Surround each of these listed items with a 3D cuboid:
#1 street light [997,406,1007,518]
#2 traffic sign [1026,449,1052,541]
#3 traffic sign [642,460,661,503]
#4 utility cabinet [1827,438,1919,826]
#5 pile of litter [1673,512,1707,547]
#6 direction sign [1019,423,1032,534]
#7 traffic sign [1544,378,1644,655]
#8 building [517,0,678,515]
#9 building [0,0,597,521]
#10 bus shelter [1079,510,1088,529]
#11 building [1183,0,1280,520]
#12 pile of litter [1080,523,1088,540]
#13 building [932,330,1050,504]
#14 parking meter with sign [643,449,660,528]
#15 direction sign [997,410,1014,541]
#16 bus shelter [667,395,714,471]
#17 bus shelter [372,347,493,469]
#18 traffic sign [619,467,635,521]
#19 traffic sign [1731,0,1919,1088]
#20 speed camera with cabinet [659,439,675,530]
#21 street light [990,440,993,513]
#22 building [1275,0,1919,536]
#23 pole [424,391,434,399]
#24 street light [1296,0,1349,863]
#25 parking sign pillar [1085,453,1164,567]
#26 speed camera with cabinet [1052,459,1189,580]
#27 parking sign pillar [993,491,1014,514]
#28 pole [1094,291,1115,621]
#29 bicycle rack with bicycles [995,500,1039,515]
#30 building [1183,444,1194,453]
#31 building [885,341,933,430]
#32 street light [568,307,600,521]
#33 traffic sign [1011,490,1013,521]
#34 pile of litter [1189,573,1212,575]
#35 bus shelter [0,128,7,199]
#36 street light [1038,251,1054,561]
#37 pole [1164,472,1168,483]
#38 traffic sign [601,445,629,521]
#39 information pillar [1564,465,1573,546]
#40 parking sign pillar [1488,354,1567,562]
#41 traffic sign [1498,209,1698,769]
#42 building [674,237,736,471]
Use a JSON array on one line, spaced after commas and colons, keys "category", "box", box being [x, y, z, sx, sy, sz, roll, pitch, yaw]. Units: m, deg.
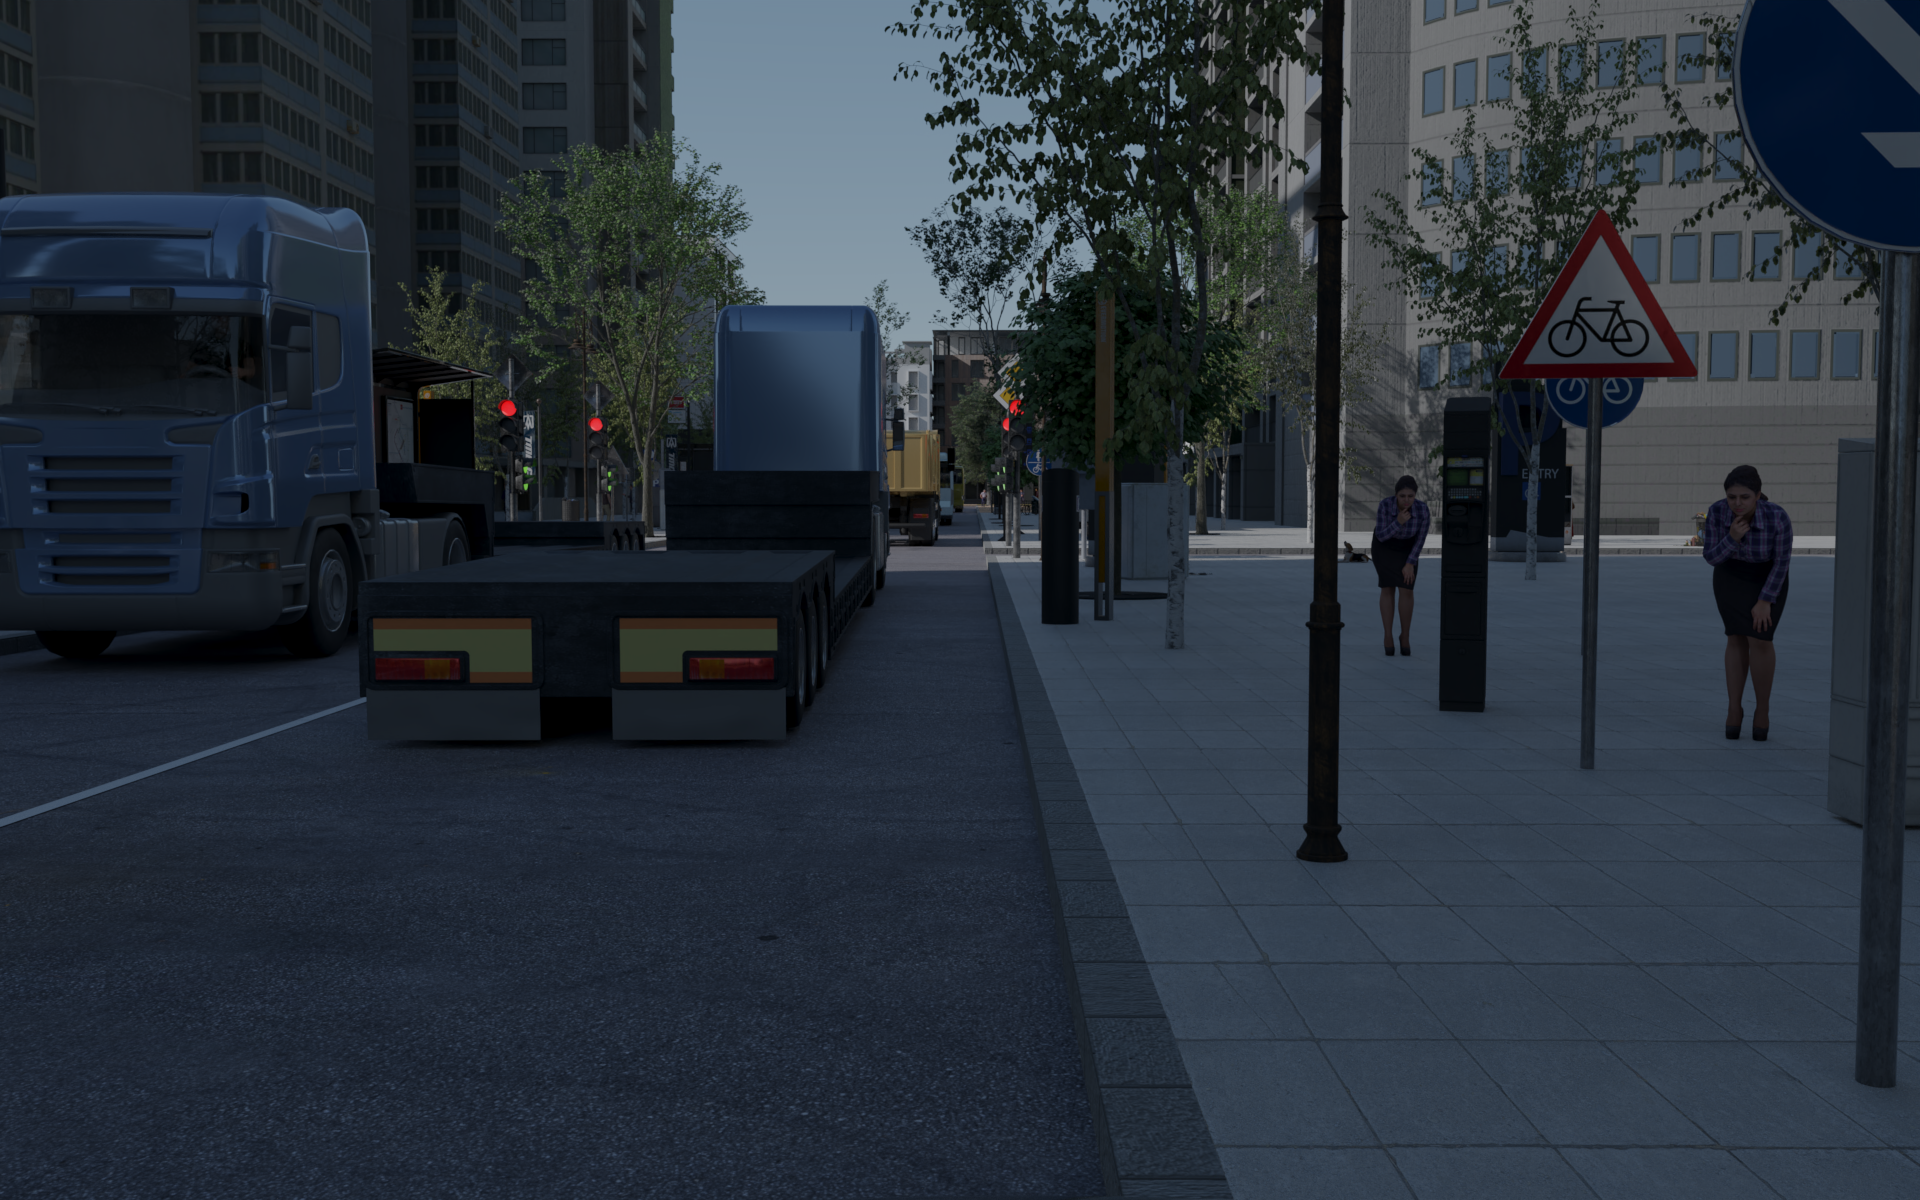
[{"category": "street light", "box": [2.059, -7.134, 89.424, 0.468, 5.910, 1.993, 0, 4, 0]}, {"category": "traffic sign", "box": [2.211, -2.917, 47.792, 0.768, 2.556, 0.104, 0, 4, 2]}, {"category": "traffic sign", "box": [-11.584, -3.977, 65.124, 0.768, 2.556, 0.104, 0, 4, 4]}, {"category": "utility cabinet", "box": [4.028, 0.123, 6.664, 1.173, 1.500, 0.318, 0, 4, 3]}, {"category": "pile of litter", "box": [18.343, -1.738, 42.389, 1.176, 0.858, 1.719, -1, 4, -19]}, {"category": "direction sign", "box": [1.888, -3.868, 55.241, 0.876, 3.537, 0.379, -1, 4, -19]}, {"category": "traffic sign", "box": [4.984, -0.832, 13.701, 0.768, 2.556, 0.104, 0, 4, 4]}, {"category": "building", "box": [-25.860, -25.935, 107.624, 14.154, 41.232, 14.086, 0, 4, 0]}, {"category": "building", "box": [-36.283, -24.257, 88.482, 32.217, 40.220, 23.993, 0, 4, 0]}, {"category": "bus shelter", "box": [4.681, -4.146, 61.711, 2.014, 3.302, 5.546, 0, 4, 0]}, {"category": "building", "box": [23.828, -40.825, 105.738, 20.563, 71.187, 20.611, 0, 4, 0]}, {"category": "pile of litter", "box": [4.072, -2.125, 48.701, 1.719, 0.858, 1.176, -3, 4, -39]}, {"category": "building", "box": [12.936, -23.357, 225.864, 32.646, 21.610, 27.936, 0, 4, 0]}, {"category": "parking meter with sign", "box": [-11.844, -4.322, 66.934, 0.543, 3.016, 1.738, -1, 4, -21]}, {"category": "direction sign", "box": [1.207, -3.366, 47.033, 0.379, 3.537, 0.876, 1, 4, 10]}, {"category": "bus shelter", "box": [-10.773, -5.836, 73.052, 2.179, 5.291, 8.768, 0, 4, 0]}, {"category": "bus shelter", "box": [-9.991, -2.422, 30.883, 1.731, 3.624, 6.357, 0, 4, 0]}, {"category": "traffic sign", "box": [-12.665, -3.896, 65.833, 0.606, 2.300, 0.079, 0, 4, 2]}, {"category": "traffic sign", "box": [1.998, -0.220, 3.702, 0.768, 2.556, 0.104, 0, 4, 2]}, {"category": "speed camera with cabinet", "box": [-10.467, -4.145, 62.099, 0.660, 3.252, 2.038, -1, 4, -9]}, {"category": "street light", "box": [2.160, -8.799, 116.644, 0.468, 5.910, 1.993, 0, 4, 0]}, {"category": "building", "box": [27.063, -31.765, 61.351, 28.212, 58.520, 21.231, 0, 4, 0]}, {"category": "pole", "box": [-10.494, -2.476, 34.323, 0.158, 3.312, 0.155, 0, 3, 0]}, {"category": "street light", "box": [1.278, -2.027, 5.933, 0.468, 5.910, 1.993, 0, 4, 0]}, {"category": "parking sign pillar", "box": [2.936, -2.577, 30.603, 1.447, 3.967, 1.447, 2, 4, 32]}, {"category": "speed camera with cabinet", "box": [2.406, -1.932, 25.927, 2.038, 3.252, 0.660, -1, 4, -20]}, {"category": "parking sign pillar", "box": [2.815, -7.399, 109.444, 1.447, 3.967, 1.447, -1, 4, -21]}, {"category": "pole", "box": [1.462, -1.448, 17.517, 0.158, 3.312, 0.155, 0, 3, 0]}, {"category": "bicycle rack with bicycles", "box": [3.577, -5.600, 104.934, 2.925, 0.926, 2.852, -2, 4, -34]}, {"category": "building", "box": [17.915, -11.961, 137.711, 9.099, 9.664, 28.070, 0, 4, 0]}, {"category": "building", "box": [-9.121, -22.254, 220.269, 11.380, 20.091, 16.016, 0, 4, 0]}, {"category": "street light", "box": [-9.275, -4.286, 42.867, 0.468, 5.910, 1.993, 0, 4, 0]}, {"category": "traffic sign", "box": [2.453, -4.979, 81.513, 0.768, 2.556, 0.104, 0, 4, 5]}, {"category": "pile of litter", "box": [3.147, -0.832, 27.567, 1.719, 0.858, 1.176, 1, 4, 18]}, {"category": "bus shelter", "box": [-10.301, -2.693, 21.665, 2.179, 5.291, 8.768, 0, 4, 1]}, {"category": "street light", "box": [1.608, -3.692, 33.151, 0.468, 5.910, 1.993, 0, 4, 0]}, {"category": "pole", "box": [3.765, -2.335, 32.023, 0.158, 3.312, 0.155, 0, 3, 0]}, {"category": "traffic sign", "box": [-9.280, -2.829, 46.260, 0.884, 2.594, 0.081, 0, 4, 7]}, {"category": "information pillar", "box": [15.072, -2.371, 43.259, 0.304, 2.012, 0.304, -1, 4, -22]}, {"category": "parking sign pillar", "box": [10.859, -2.727, 33.065, 1.447, 3.967, 1.447, 0, 4, 2]}, {"category": "traffic sign", "box": [2.932, -0.490, 8.021, 0.884, 2.594, 0.081, 0, 4, 5]}, {"category": "building", "box": [-33.255, -17.776, 134.609, 27.936, 21.610, 32.646, 0, 4, 0]}]
